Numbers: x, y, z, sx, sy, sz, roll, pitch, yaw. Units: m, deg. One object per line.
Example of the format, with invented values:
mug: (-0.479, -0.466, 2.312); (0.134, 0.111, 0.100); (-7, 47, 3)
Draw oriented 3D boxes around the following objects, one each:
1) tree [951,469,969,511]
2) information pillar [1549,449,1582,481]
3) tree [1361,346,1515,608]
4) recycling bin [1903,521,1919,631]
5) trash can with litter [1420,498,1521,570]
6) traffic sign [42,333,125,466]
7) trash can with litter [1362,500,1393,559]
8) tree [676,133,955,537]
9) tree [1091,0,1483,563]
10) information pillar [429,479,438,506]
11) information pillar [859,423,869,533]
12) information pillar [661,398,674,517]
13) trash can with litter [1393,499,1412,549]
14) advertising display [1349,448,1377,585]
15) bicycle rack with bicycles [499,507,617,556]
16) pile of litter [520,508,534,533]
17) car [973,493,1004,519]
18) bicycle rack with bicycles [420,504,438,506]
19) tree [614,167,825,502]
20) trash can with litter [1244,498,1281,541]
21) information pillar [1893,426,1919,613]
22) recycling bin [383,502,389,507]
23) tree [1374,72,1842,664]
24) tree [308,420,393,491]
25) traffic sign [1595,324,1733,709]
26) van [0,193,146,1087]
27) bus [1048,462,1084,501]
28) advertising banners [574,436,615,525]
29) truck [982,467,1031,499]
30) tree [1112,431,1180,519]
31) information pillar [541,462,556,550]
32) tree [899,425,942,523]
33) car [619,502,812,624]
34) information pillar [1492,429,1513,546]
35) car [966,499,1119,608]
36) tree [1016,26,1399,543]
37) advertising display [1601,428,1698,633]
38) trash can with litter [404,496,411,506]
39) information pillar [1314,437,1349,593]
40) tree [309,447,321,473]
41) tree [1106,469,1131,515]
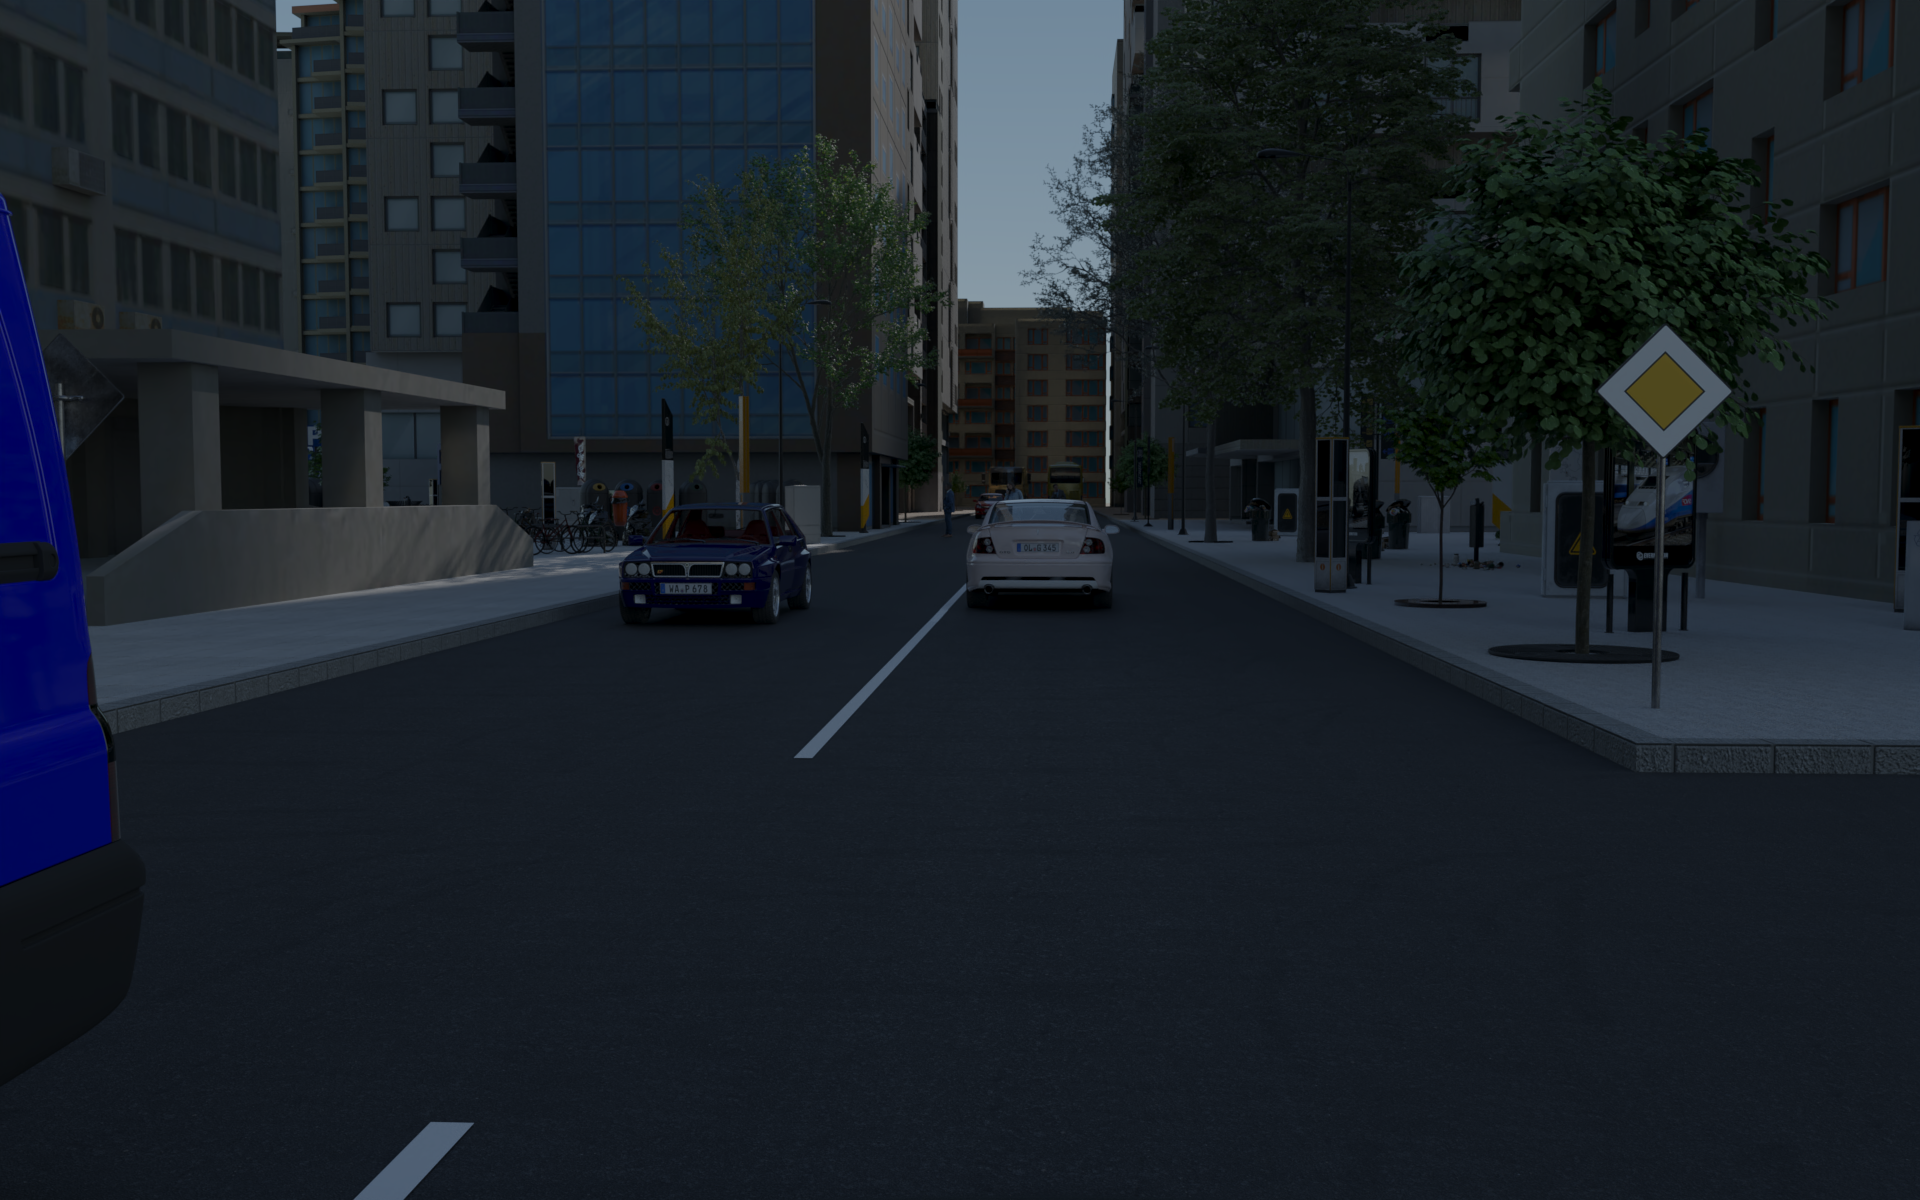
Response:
tree: (-0.349, -8.324, 130.706); (1.663, 3.219, 1.824); (0, 3, 0)
information pillar: (9.302, -2.158, 26.642); (0.504, 3.616, 0.183); (0, 4, 7)
tree: (5.646, -1.539, 19.764); (1.663, 3.219, 1.824); (0, 3, 0)
recycling bin: (9.392, -0.226, 16.252); (0.722, 1.027, 0.722); (-3, 4, -37)
trash can with litter: (8.916, -1.170, 30.194); (1.678, 1.210, 2.233); (1, 4, 14)
traffic sign: (-5.617, -0.441, 10.860); (0.795, 2.450, 0.064); (0, 4, 3)
trash can with litter: (7.912, -1.399, 34.262); (0.624, 1.170, 1.055); (-2, 4, -26)
tree: (-4.148, -7.689, 51.476); (9.928, 11.665, 9.643); (0, 3, 0)
tree: (6.162, -6.977, 32.207); (7.486, 12.596, 7.792); (0, 3, 0)
information pillar: (-25.782, -4.914, 84.844); (0.304, 2.012, 0.304); (3, 5, 40)
information pillar: (-3.133, -4.013, 56.969); (0.183, 3.616, 0.504); (1, 4, 22)
information pillar: (-7.184, -3.131, 42.546); (0.183, 3.616, 0.504); (1, 4, 16)
trash can with litter: (10.068, -1.774, 40.398); (0.624, 1.170, 1.055); (-1, 4, -17)
advertising display: (5.635, -1.204, 24.892); (0.123, 1.923, 0.974); (-1, 4, -22)
bicycle rack with bicycles: (-8.750, -1.481, 37.598); (2.925, 0.926, 2.852); (-3, 5, -42)
pile of litter: (-13.834, -2.473, 54.407); (1.176, 0.858, 1.719); (-1, 4, -19)
car: (1.860, -5.686, 102.009); (2.155, 1.783, 4.494); (0, 4, 4)
bicycle rack with bicycles: (-20.143, -3.053, 63.295); (2.852, 0.926, 2.925); (1, 4, 10)
tree: (-5.173, -5.393, 38.535); (4.737, 8.622, 4.395); (0, 3, 0)
trash can with litter: (8.287, -2.196, 47.293); (0.624, 1.170, 1.055); (3, 5, 41)
information pillar: (10.320, -0.870, 18.722); (0.304, 2.012, 0.304); (3, 5, 39)
recycling bin: (-17.490, -2.444, 52.520); (0.722, 1.027, 0.722); (0, 4, -2)
tree: (4.949, -1.825, 13.555); (4.285, 4.588, 4.351); (0, 3, 0)
tree: (-14.025, -2.733, 39.293); (1.663, 3.219, 1.824); (0, 3, 0)
traffic sign: (4.161, -0.408, 10.307); (0.795, 2.450, 0.064); (0, 4, 3)
van: (-2.683, 0.209, 0.973); (2.240, 2.365, 5.245); (0, 4, 1)
bus: (8.028, -8.574, 131.732); (2.896, 3.916, 12.252); (0, 4, 4)
advertising banners: (-10.898, -3.419, 52.082); (2.074, 3.025, 0.090); (3, 4, 37)
truck: (3.522, -7.909, 125.232); (3.469, 3.379, 9.791); (0, 4, 4)
tree: (9.391, -6.396, 88.289); (4.285, 4.588, 4.351); (0, 3, 0)
information pillar: (-9.441, -2.156, 39.738); (0.304, 2.012, 0.304); (-1, 4, -17)
tree: (-3.189, -6.180, 84.761); (4.285, 4.588, 4.351); (0, 3, 0)
car: (-2.805, -0.474, 20.333); (1.945, 1.354, 3.894); (0, 4, 3)
information pillar: (13.412, -3.142, 42.719); (0.504, 3.616, 0.183); (2, 4, 31)
car: (1.098, -0.661, 23.170); (2.083, 1.381, 4.827); (0, 4, 4)
tree: (6.583, -8.265, 45.505); (12.009, 13.543, 11.850); (0, 3, 0)
advertising display: (6.407, -0.666, 16.095); (0.974, 1.923, 0.123); (-1, 4, -19)
trash can with litter: (-21.960, -3.541, 68.948); (1.678, 1.210, 2.233); (-2, 4, -29)
information pillar: (4.828, -1.102, 22.512); (0.304, 2.012, 0.304); (-2, 4, -32)
tree: (-31.115, -6.253, 85.952); (4.285, 4.588, 4.351); (0, 3, 0)
tree: (9.824, -6.869, 106.907); (1.663, 3.219, 1.824); (0, 3, 0)
